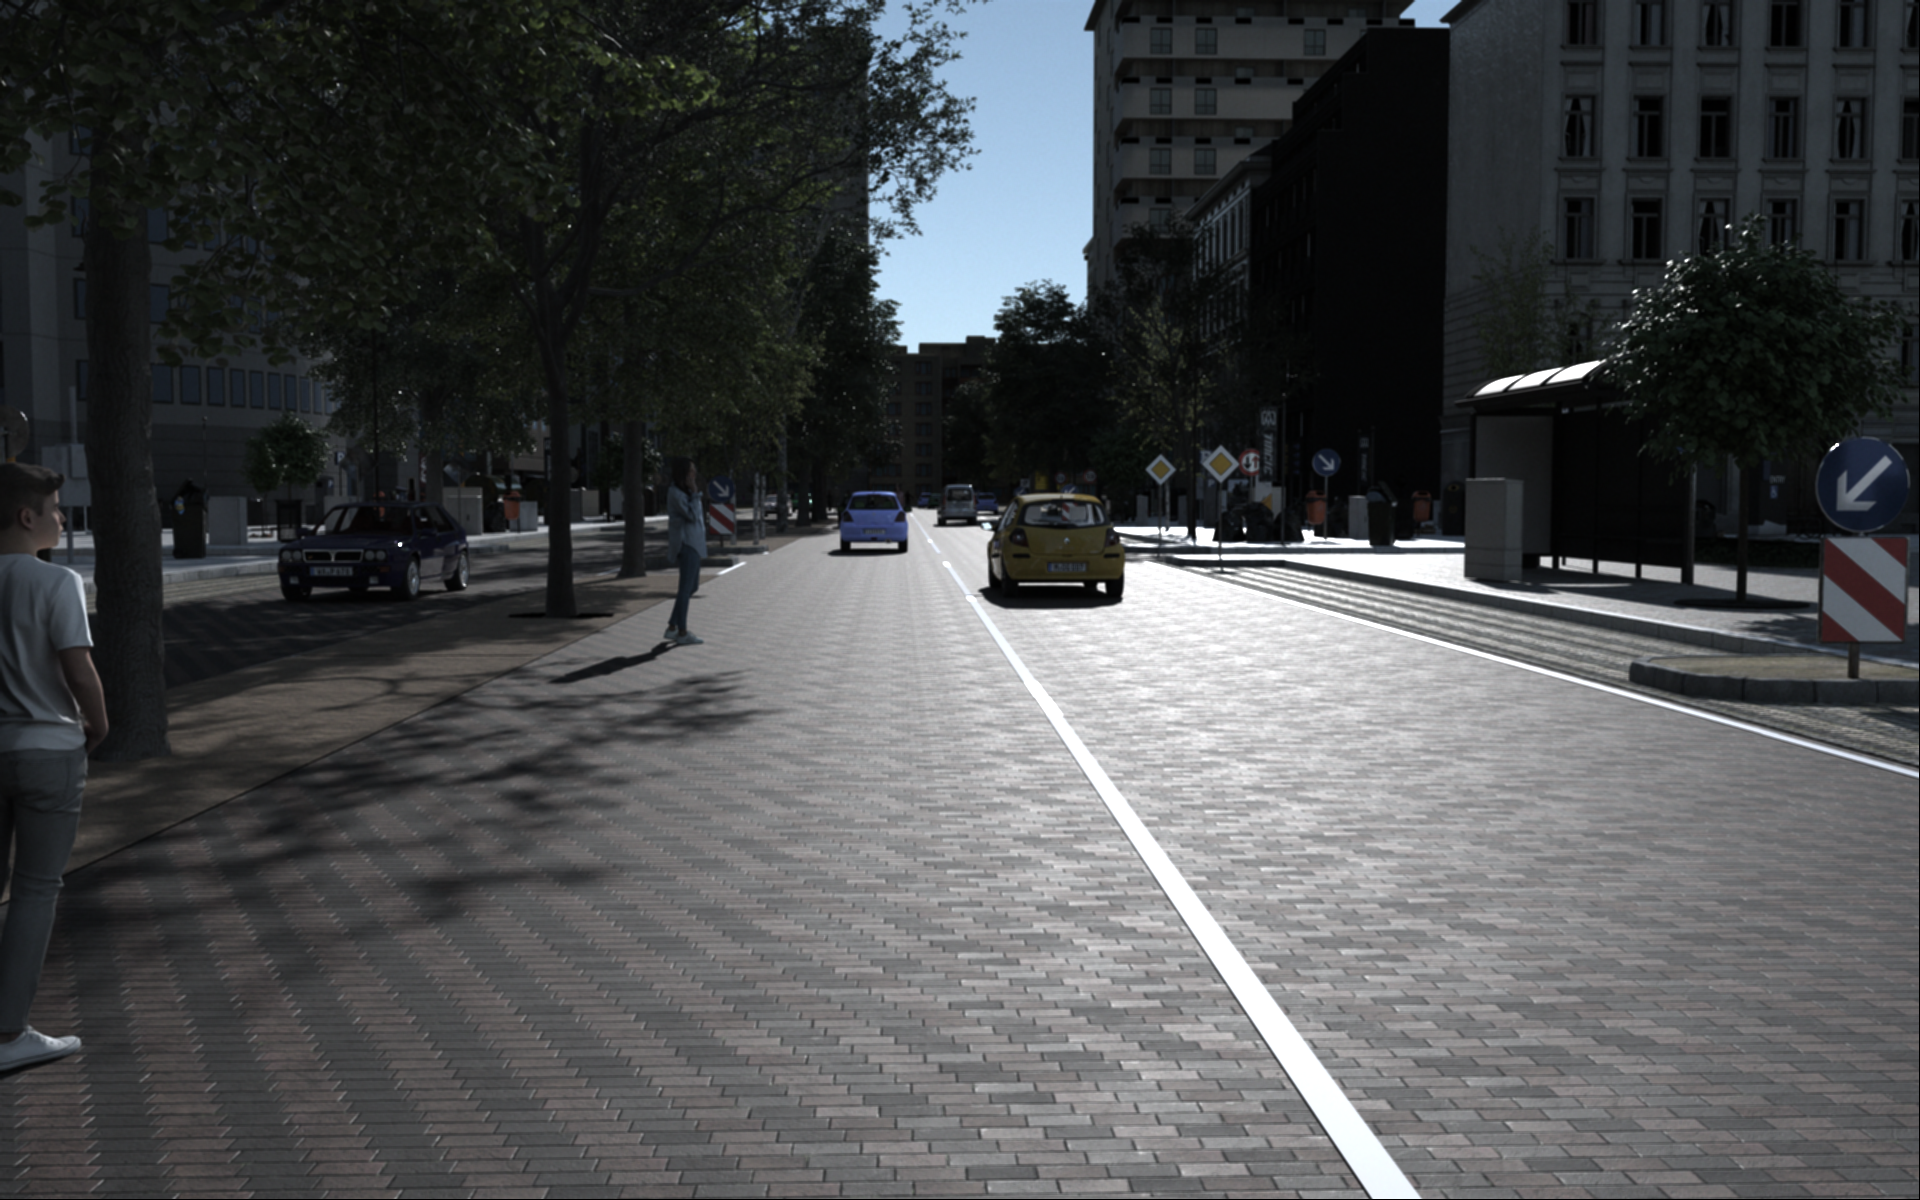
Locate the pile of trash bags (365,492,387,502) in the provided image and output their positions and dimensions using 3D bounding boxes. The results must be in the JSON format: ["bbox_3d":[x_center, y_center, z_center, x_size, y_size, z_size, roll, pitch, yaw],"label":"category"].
[{"bbox_3d":[-21.482,-3.344,64.420,1.912,1.369,3.447,-1,4,-15],"label":"pile of trash bags"}]

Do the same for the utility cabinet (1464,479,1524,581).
[{"bbox_3d":[7.885,-1.034,25.579,0.318,1.500,1.173,-1,4,-11],"label":"utility cabinet"}]

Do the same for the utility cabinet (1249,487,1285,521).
[{"bbox_3d":[9.505,-2.752,53.679,1.173,1.500,0.318,-2,4,-27],"label":"utility cabinet"}]

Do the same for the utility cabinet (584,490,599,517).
[{"bbox_3d":[-20.845,-5.403,97.021,1.173,1.500,0.318,-2,4,-24],"label":"utility cabinet"}]

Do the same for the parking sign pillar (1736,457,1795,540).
[{"bbox_3d":[21.494,-3.525,46.110,1.447,3.967,1.447,-2,4,-34],"label":"parking sign pillar"}]

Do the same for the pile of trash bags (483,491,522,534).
[{"bbox_3d":[-15.632,-2.893,57.060,3.447,1.369,1.912,3,4,37],"label":"pile of trash bags"}]

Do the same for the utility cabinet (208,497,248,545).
[{"bbox_3d":[-18.387,-1.978,43.501,1.020,1.237,0.306,1,4,22],"label":"utility cabinet"}]

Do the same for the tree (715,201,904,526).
[{"bbox_3d":[-6.932,-10.210,76.042,9.857,13.997,8.962,0,3,0],"label":"tree"}]

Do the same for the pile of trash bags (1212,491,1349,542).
[{"bbox_3d":[8.682,-2.302,47.391,3.447,1.369,1.912,-2,4,-32],"label":"pile of trash bags"}]

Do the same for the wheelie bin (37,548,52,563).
[{"bbox_3d":[-15.153,-1.239,28.173,0.693,1.594,0.980,2,4,33],"label":"wheelie bin"}]

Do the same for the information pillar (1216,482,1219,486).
[{"bbox_3d":[15.070,-5.951,101.791,0.304,2.012,0.304,3,5,41],"label":"information pillar"}]

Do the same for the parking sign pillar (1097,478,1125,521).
[{"bbox_3d":[7.317,-5.844,84.019,1.447,3.967,1.447,1,4,13],"label":"parking sign pillar"}]

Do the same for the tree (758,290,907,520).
[{"bbox_3d":[-7.776,-10.819,96.351,9.611,12.733,9.660,0,3,0],"label":"tree"}]

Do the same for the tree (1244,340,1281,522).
[{"bbox_3d":[12.784,-7.842,78.583,4.360,8.622,3.978,0,3,0],"label":"tree"}]

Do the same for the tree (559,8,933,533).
[{"bbox_3d":[-7.777,-12.566,63.799,12.611,20.169,13.585,0,3,0],"label":"tree"}]

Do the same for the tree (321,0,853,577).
[{"bbox_3d":[-5.760,-6.689,29.944,7.486,12.596,7.792,0,3,0],"label":"tree"}]

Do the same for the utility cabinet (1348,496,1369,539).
[{"bbox_3d":[11.553,-2.384,50.139,0.306,1.237,1.020,2,4,31],"label":"utility cabinet"}]

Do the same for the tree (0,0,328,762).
[{"bbox_3d":[-4.655,-5.437,9.475,7.486,12.596,7.792,0,3,0],"label":"tree"}]

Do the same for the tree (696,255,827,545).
[{"bbox_3d":[-5.774,-5.870,48.797,4.360,8.622,3.978,0,3,0],"label":"tree"}]

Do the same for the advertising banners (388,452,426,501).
[{"bbox_3d":[-22.528,-4.569,70.883,0.090,3.025,2.074,2,4,32],"label":"advertising banners"}]

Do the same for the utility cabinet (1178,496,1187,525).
[{"bbox_3d":[9.292,-3.671,71.184,0.306,1.237,1.020,-1,4,-17],"label":"utility cabinet"}]

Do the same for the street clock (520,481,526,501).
[{"bbox_3d":[-23.930,-5.517,94.771,0.358,2.002,0.471,1,4,11],"label":"street clock"}]

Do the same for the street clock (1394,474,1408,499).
[{"bbox_3d":[16.149,-3.600,63.423,0.471,2.002,0.358,1,4,20],"label":"street clock"}]

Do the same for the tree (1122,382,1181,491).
[{"bbox_3d":[12.163,-9.869,111.722,4.737,8.622,4.395,0,3,0],"label":"tree"}]

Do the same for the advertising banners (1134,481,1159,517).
[{"bbox_3d":[10.337,-6.105,95.997,2.074,3.025,0.090,-1,4,-20],"label":"advertising banners"}]

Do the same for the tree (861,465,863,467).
[{"bbox_3d":[-8.380,-11.278,104.972,7.486,12.596,7.792,0,3,0],"label":"tree"}]

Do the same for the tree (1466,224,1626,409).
[{"bbox_3d":[15.612,-5.921,47.173,4.737,8.622,4.395,0,3,0],"label":"tree"}]

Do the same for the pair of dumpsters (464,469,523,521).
[{"bbox_3d":[-17.507,-3.798,64.593,1.574,2.255,4.437,0,4,-2],"label":"pair of dumpsters"}]

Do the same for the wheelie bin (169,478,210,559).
[{"bbox_3d":[-15.341,-1.627,34.516,0.693,1.594,0.980,-1,4,-17],"label":"wheelie bin"}]

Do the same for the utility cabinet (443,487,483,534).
[{"bbox_3d":[-15.846,-2.847,55.220,1.173,1.500,0.318,-1,4,-9],"label":"utility cabinet"}]

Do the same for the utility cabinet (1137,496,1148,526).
[{"bbox_3d":[7.297,-3.551,69.220,0.306,1.237,1.020,1,4,16],"label":"utility cabinet"}]

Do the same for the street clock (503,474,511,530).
[{"bbox_3d":[-16.128,-3.504,61.859,0.358,2.002,0.471,-1,4,-15],"label":"street clock"}]

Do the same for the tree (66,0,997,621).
[{"bbox_3d":[-4.579,-6.524,19.488,12.009,13.543,11.850,0,3,0],"label":"tree"}]

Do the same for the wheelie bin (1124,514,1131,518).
[{"bbox_3d":[8.684,-5.149,92.095,0.693,1.594,0.980,-2,4,-32],"label":"wheelie bin"}]

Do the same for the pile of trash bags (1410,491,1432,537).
[{"bbox_3d":[12.379,-2.570,51.779,3.447,1.369,1.912,0,4,-1],"label":"pile of trash bags"}]

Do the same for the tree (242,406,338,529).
[{"bbox_3d":[-25.020,-4.961,64.832,4.285,4.588,4.351,0,3,0],"label":"tree"}]

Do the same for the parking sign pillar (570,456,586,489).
[{"bbox_3d":[-25.805,-7.795,115.919,1.447,3.967,1.447,3,5,39],"label":"parking sign pillar"}]

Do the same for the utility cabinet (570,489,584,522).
[{"bbox_3d":[-17.801,-4.324,79.383,0.318,1.500,1.173,1,4,19],"label":"utility cabinet"}]

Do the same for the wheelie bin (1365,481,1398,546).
[{"bbox_3d":[10.483,-2.154,43.129,0.693,1.594,0.980,2,4,26],"label":"wheelie bin"}]

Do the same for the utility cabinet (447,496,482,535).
[{"bbox_3d":[-15.397,-2.608,53.795,1.020,1.237,0.306,1,4,10],"label":"utility cabinet"}]

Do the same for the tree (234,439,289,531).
[{"bbox_3d":[-24.501,-4.078,61.274,1.663,3.219,1.824,0,3,0],"label":"tree"}]

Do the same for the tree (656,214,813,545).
[{"bbox_3d":[-5.791,-5.586,44.153,4.737,8.622,4.395,0,3,0],"label":"tree"}]

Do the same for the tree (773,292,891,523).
[{"bbox_3d":[-7.204,-9.684,86.547,9.928,11.665,9.643,0,3,0],"label":"tree"}]

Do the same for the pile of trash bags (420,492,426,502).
[{"bbox_3d":[-29.994,-5.294,96.313,1.912,1.369,3.447,-1,4,-15],"label":"pile of trash bags"}]

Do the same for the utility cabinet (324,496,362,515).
[{"bbox_3d":[-20.037,-2.750,56.125,1.020,1.237,0.306,-2,4,-31],"label":"utility cabinet"}]
